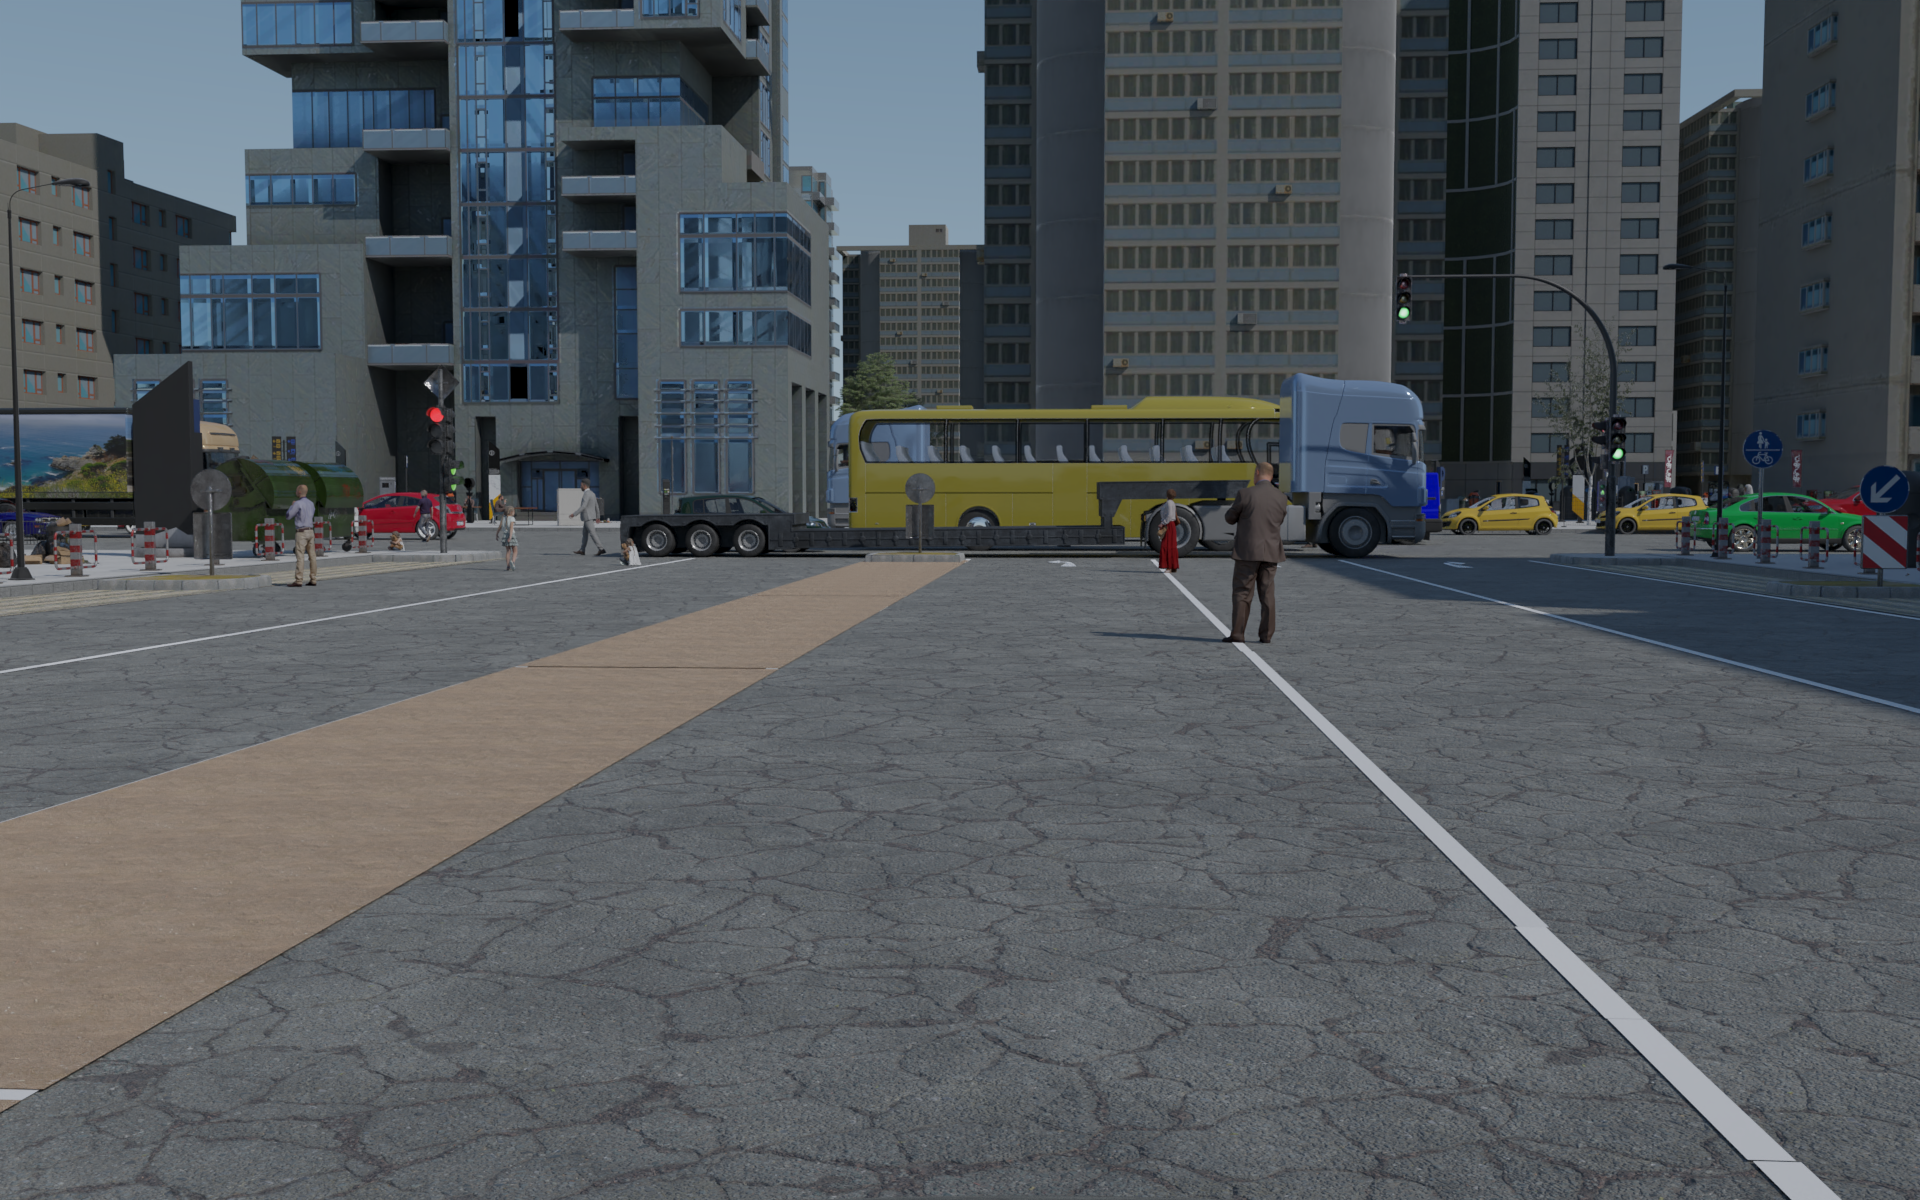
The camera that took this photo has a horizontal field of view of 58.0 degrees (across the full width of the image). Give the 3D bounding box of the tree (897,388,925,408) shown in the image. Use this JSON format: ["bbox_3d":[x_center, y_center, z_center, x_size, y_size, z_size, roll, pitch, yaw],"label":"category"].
[{"bbox_3d":[-4.937,-13.322,152.228,7.601,10.594,8.767,2,4,30],"label":"tree"}]

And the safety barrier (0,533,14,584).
[{"bbox_3d":[-13.843,-0.636,24.679,0.300,0.817,1.120,0,4,4],"label":"safety barrier"}]

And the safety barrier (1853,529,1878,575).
[{"bbox_3d":[14.536,-0.819,27.661,0.300,0.817,1.120,0,4,4],"label":"safety barrier"}]

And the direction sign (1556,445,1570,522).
[{"bbox_3d":[27.711,-5.362,79.659,0.379,3.537,0.876,-1,4,-18],"label":"direction sign"}]

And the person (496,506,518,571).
[{"bbox_3d":[-8.497,-1.155,32.393,0.505,1.210,0.382,1,4,21],"label":"person"}]

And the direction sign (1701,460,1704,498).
[{"bbox_3d":[50.052,-7.636,116.853,0.379,3.537,0.876,2,4,32],"label":"direction sign"}]

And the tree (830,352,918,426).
[{"bbox_3d":[-6.922,-13.511,139.031,7.486,12.596,7.792,0,3,0],"label":"tree"}]

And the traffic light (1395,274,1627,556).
[{"bbox_3d":[11.344,-3.739,35.799,4.771,5.953,1.251,0,4,4],"label":"traffic light"}]

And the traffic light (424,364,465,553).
[{"bbox_3d":[-11.212,-2.974,37.548,0.839,4.253,0.868,0,4,4],"label":"traffic light"}]

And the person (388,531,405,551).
[{"bbox_3d":[-13.512,-1.379,41.523,0.381,0.543,0.357,3,5,45],"label":"person"}]

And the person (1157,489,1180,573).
[{"bbox_3d":[3.798,-1.255,31.494,0.387,1.526,0.523,1,4,17],"label":"person"}]

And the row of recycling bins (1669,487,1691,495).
[{"bbox_3d":[40.520,-5.532,97.559,1.069,1.692,3.534,2,4,29],"label":"row of recycling bins"}]

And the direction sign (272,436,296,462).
[{"bbox_3d":[-26.509,-4.648,67.997,0.876,3.537,0.379,-1,4,-22],"label":"direction sign"}]

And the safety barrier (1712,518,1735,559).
[{"bbox_3d":[15.003,-1.209,34.045,0.300,0.817,1.120,0,4,4],"label":"safety barrier"}]

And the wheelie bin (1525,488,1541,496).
[{"bbox_3d":[31.932,-5.434,96.760,0.980,1.594,0.693,2,4,32],"label":"wheelie bin"}]

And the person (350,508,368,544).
[{"bbox_3d":[-16.984,-2.435,48.671,0.624,1.780,0.694,-1,4,-18],"label":"person"}]

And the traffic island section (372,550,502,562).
[{"bbox_3d":[-11.251,-0.942,37.685,2.009,0.180,2.903,0,4,4],"label":"traffic island section"}]

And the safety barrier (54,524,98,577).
[{"bbox_3d":[-13.689,-0.767,26.822,0.300,0.817,1.120,0,4,4],"label":"safety barrier"}]

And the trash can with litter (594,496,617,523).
[{"bbox_3d":[-16.403,-4.018,76.749,2.233,1.210,1.678,0,4,-4],"label":"trash can with litter"}]

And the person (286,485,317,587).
[{"bbox_3d":[-10.188,-0.994,26.812,0.319,1.574,0.516,2,4,29],"label":"person"}]

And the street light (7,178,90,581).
[{"bbox_3d":[-13.483,-3.248,25.651,1.470,5.913,1.316,0,4,4],"label":"street light"}]

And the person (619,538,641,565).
[{"bbox_3d":[-6.627,-0.970,34.836,0.357,0.543,0.381,2,4,25],"label":"person"}]

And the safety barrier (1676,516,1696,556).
[{"bbox_3d":[15.157,-1.339,36.170,0.300,0.817,1.120,0,4,4],"label":"safety barrier"}]

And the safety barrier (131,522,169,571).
[{"bbox_3d":[-13.536,-0.897,28.947,0.300,0.817,1.120,0,4,4],"label":"safety barrier"}]

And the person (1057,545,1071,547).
[{"bbox_3d":[2.853,-2.297,47.002,0.436,1.711,0.756,0,4,4],"label":"person"}]

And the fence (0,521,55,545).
[{"bbox_3d":[-20.727,-1.408,38.404,0.278,0.683,2.069,3,5,45],"label":"fence"}]

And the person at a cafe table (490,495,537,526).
[{"bbox_3d":[-18.353,-3.681,71.039,1.726,1.238,1.698,0,4,-5],"label":"person at a cafe table"}]

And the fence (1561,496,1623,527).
[{"bbox_3d":[24.378,-3.394,66.698,2.264,1.192,0.480,2,4,23],"label":"fence"}]

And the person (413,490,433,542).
[{"bbox_3d":[-15.990,-2.503,51.639,0.569,1.553,0.471,-1,4,-22],"label":"person"}]

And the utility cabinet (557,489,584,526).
[{"bbox_3d":[-15.538,-3.716,69.435,1.173,1.500,0.318,-2,4,-26],"label":"utility cabinet"}]

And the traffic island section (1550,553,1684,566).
[{"bbox_3d":[13.476,-0.833,35.902,2.009,0.180,2.903,0,4,4],"label":"traffic island section"}]

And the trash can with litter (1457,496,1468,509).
[{"bbox_3d":[34.140,-6.531,118.165,0.624,1.170,1.055,3,5,40],"label":"trash can with litter"}]

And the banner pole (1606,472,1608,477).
[{"bbox_3d":[44.861,-7.943,119.876,0.401,3.779,0.863,3,5,43],"label":"banner pole"}]

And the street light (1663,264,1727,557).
[{"bbox_3d":[14.862,-3.822,35.034,1.470,5.913,1.316,0,4,4],"label":"street light"}]

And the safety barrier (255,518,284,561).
[{"bbox_3d":[-13.229,-1.157,33.198,0.300,0.817,1.120,0,4,4],"label":"safety barrier"}]

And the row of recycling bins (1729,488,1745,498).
[{"bbox_3d":[49.559,-6.328,110.569,3.534,1.692,1.069,-2,4,-28],"label":"row of recycling bins"}]

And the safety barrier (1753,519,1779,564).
[{"bbox_3d":[14.851,-1.079,31.919,0.300,0.817,1.120,0,4,4],"label":"safety barrier"}]

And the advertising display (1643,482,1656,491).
[{"bbox_3d":[38.203,-5.554,96.019,0.974,1.923,0.123,-2,4,-32],"label":"advertising display"}]

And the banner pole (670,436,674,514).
[{"bbox_3d":[-12.448,-5.200,75.032,0.401,3.779,0.863,0,4,-5],"label":"banner pole"}]

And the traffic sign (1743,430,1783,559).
[{"bbox_3d":[15.850,-2.091,34.289,0.768,2.556,0.104,0,4,4],"label":"traffic sign"}]

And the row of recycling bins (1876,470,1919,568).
[{"bbox_3d":[17.353,-1.481,31.334,1.069,1.692,3.534,3,5,41],"label":"row of recycling bins"}]

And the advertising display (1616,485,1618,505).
[{"bbox_3d":[44.928,-6.883,117.749,0.974,1.923,0.123,3,5,40],"label":"advertising display"}]

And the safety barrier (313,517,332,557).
[{"bbox_3d":[-13.077,-1.288,35.329,0.300,0.817,1.120,0,4,4],"label":"safety barrier"}]

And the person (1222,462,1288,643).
[{"bbox_3d":[2.830,-0.462,16.745,0.565,1.739,0.600,-3,5,-42],"label":"person"}]

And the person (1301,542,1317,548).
[{"bbox_3d":[9.387,-2.298,46.255,0.592,1.802,0.473,-3,5,-41],"label":"person"}]

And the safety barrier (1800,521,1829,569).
[{"bbox_3d":[14.693,-0.949,29.794,0.300,0.817,1.120,0,4,4],"label":"safety barrier"}]

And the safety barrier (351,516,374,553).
[{"bbox_3d":[-12.924,-1.418,37.467,0.300,0.817,1.120,0,4,4],"label":"safety barrier"}]

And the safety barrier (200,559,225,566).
[{"bbox_3d":[-13.384,-1.027,31.072,0.300,0.817,1.120,0,4,4],"label":"safety barrier"}]

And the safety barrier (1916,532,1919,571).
[{"bbox_3d":[14.384,-0.689,25.534,0.300,0.817,1.120,0,4,4],"label":"safety barrier"}]

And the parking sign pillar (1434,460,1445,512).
[{"bbox_3d":[34.167,-8.255,123.446,1.447,3.967,1.447,2,4,31],"label":"parking sign pillar"}]

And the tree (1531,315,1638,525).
[{"bbox_3d":[26.003,-7.415,71.600,4.360,8.622,3.978,0,3,0],"label":"tree"}]

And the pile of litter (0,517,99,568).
[{"bbox_3d":[-16.718,-1.094,31.860,1.719,0.858,1.176,2,4,27],"label":"pile of litter"}]

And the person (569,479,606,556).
[{"bbox_3d":[-8.661,-1.934,40.400,0.850,1.792,0.678,0,4,7],"label":"person"}]

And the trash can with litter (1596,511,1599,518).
[{"bbox_3d":[33.660,-4.882,91.215,0.624,1.170,1.055,-1,4,-10],"label":"trash can with litter"}]

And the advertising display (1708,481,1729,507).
[{"bbox_3d":[37.557,-4.928,85.786,0.974,1.923,0.123,0,4,5],"label":"advertising display"}]

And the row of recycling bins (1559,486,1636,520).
[{"bbox_3d":[31.577,-4.814,85.822,3.534,1.692,1.069,1,4,17],"label":"row of recycling bins"}]
